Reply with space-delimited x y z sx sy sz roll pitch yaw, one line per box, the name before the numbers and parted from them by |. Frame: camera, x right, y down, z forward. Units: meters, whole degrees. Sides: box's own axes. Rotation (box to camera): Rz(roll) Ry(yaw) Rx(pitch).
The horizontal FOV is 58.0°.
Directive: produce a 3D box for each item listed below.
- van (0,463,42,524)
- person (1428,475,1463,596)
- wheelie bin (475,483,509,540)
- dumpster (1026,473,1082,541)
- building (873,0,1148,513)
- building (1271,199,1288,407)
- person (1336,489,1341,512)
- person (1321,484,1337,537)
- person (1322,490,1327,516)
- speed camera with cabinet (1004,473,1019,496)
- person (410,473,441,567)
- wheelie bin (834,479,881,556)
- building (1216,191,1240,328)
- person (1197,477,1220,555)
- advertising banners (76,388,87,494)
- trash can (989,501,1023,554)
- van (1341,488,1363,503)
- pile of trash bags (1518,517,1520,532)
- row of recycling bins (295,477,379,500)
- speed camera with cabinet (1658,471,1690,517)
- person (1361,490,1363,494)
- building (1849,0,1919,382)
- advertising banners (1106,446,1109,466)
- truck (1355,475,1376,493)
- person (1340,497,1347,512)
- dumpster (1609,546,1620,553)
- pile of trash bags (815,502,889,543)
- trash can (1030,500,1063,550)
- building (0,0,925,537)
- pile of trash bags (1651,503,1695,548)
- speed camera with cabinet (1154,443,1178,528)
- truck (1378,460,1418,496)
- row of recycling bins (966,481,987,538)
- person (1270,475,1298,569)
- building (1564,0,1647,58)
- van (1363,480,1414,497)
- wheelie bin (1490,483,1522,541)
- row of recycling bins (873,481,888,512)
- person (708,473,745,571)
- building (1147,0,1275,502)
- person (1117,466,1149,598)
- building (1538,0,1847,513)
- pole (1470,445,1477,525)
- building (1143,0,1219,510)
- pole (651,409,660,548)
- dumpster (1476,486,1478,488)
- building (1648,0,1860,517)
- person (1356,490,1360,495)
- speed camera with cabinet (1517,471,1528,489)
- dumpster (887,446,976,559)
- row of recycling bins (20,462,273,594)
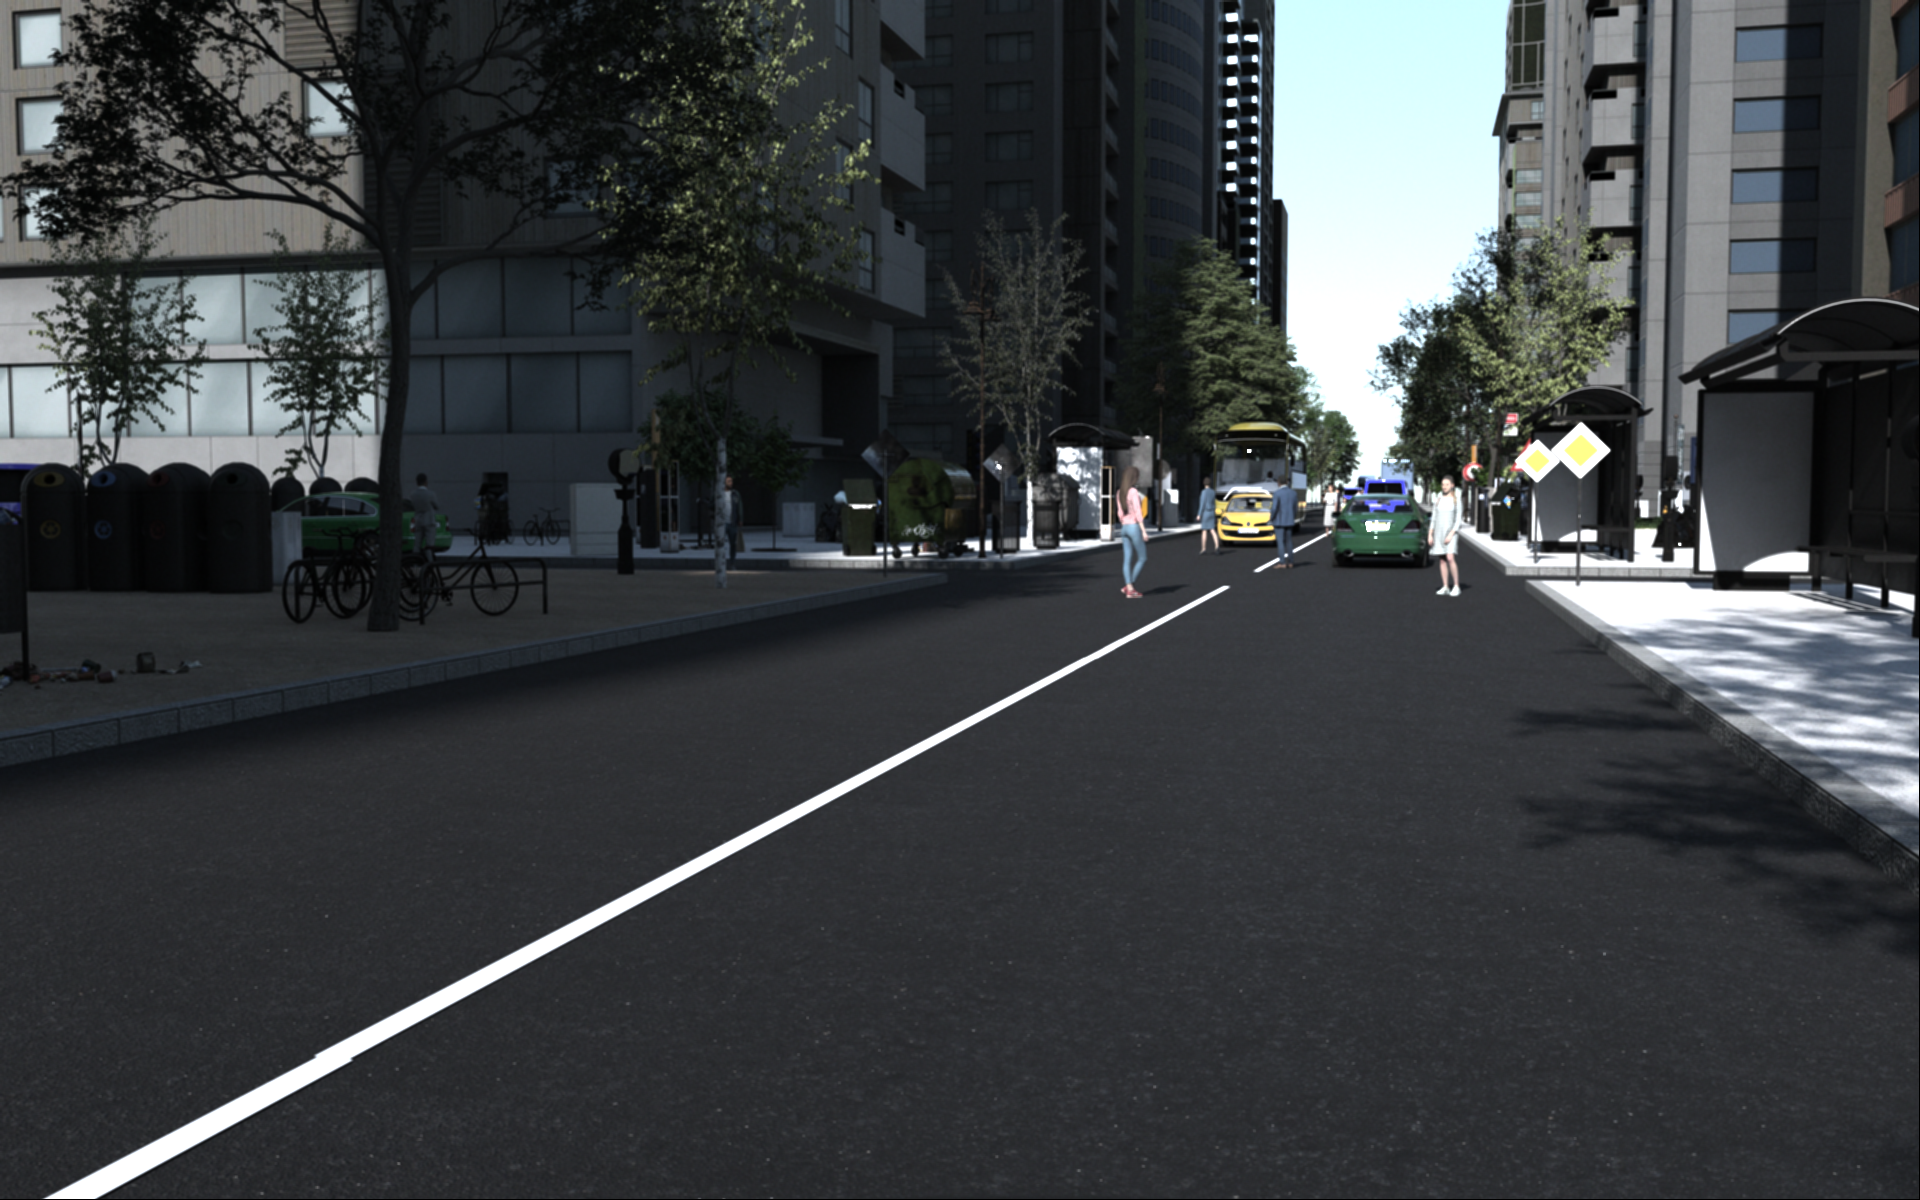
van | -20.972 -1.876 35.058 5.245 2.365 2.240 1 4 14
person | 6.942 -0.928 24.680 0.512 1.701 0.522 3 5 41
wheelie bin | -12.985 -2.465 48.215 0.693 1.594 0.980 3 5 43
dumpster | 2.582 -2.578 47.916 1.264 1.857 1.865 1 4 14
building | 2.503 -25.280 96.916 14.154 41.232 14.086 1 4 14
building | 40.992 -37.108 256.830 14.600 45.320 14.200 1 4 14
person | 23.639 -6.107 108.792 0.568 1.767 0.683 1 4 15
person | 12.336 -2.985 57.875 0.480 1.755 0.524 2 4 26
person | 23.496 -6.226 111.116 0.721 1.723 1.217 3 4 36
speed camera with cabinet | 3.196 -5.725 87.936 2.038 3.252 0.660 -2 4 -24
person | -9.497 -1.353 30.803 0.511 1.800 0.466 0 4 0
wheelie bin | -2.144 -1.714 35.940 0.980 1.594 0.693 -1 4 -19
building | 18.958 -24.082 165.449 14.160 30.474 14.107 1 4 14
person | 5.828 -1.962 40.606 0.581 1.822 0.654 -2 4 -23
advertising banners | -14.996 -2.042 29.568 0.090 3.025 2.074 -2 4 -25
trash can | 0.992 -1.577 37.435 0.748 1.137 0.748 0 3 0
van | 37.563 -9.848 165.406 2.240 2.365 5.245 1 4 14
pile of trash bags | 19.429 -3.118 60.730 1.912 1.369 3.447 0 4 -2
row of recycling bins | -15.888 -2.147 42.214 3.534 1.692 1.069 -3 4 -36
speed camera with cabinet | 27.778 -4.421 66.620 0.660 3.252 2.038 -1 4 -17
person | 35.569 -8.826 153.361 0.990 1.755 0.434 -1 4 -15
building | 37.655 -23.778 43.396 28.867 44.769 22.147 1 4 14
advertising banners | 4.612 -3.908 60.079 0.090 3.025 2.074 3 4 37
truck | 59.377 -15.999 251.346 2.967 4.110 18.799 1 4 16
person | 15.940 -3.620 71.937 0.306 1.304 0.590 0 4 -2
dumpster | 14.225 -2.019 38.766 1.264 1.857 1.865 1 4 14
pile of trash bags | -2.075 -2.241 46.390 3.447 1.369 1.912 -2 4 -24
trash can | 2.005 -1.743 40.144 0.748 1.137 0.748 0 3 0
building | -17.085 -29.057 64.314 28.713 52.752 27.495 1 4 14
pile of trash bags | 18.409 -1.958 41.762 3.447 1.369 1.912 -2 4 -34
speed camera with cabinet | 7.969 -4.437 66.879 0.660 3.252 2.038 0 4 -4
truck | 31.363 -8.264 124.870 2.967 4.110 18.799 1 4 15
row of recycling bins | 0.152 -2.749 52.063 1.069 1.692 3.534 1 4 9
person | 6.242 -1.506 33.312 0.721 1.800 0.419 -2 4 -34
building | 58.184 -32.685 123.644 28.713 52.752 27.495 1 4 14
van | 18.829 -4.403 76.366 2.240 2.365 5.245 1 4 16
wheelie bin | 15.025 -2.431 47.649 0.693 1.594 0.980 -1 4 -10
row of recycling bins | -2.322 -2.840 53.551 1.069 1.692 3.534 -3 5 -40
person | -4.255 -1.437 31.981 0.794 1.824 0.713 0 4 1
building | 34.793 -49.018 239.689 20.563 71.187 20.611 1 4 14
person | 2.407 -0.947 23.991 0.388 1.821 0.555 -3 5 -39
building | 61.842 -37.262 151.228 21.231 58.520 28.212 1 4 14
pole | 21.400 -4.791 72.168 0.158 3.312 0.155 0 3 0
building | 9.498 -36.857 144.615 21.231 58.520 28.212 1 4 14
pole | -7.284 -2.918 41.550 0.158 3.312 0.155 0 3 0
dumpster | 23.939 -4.441 78.366 1.264 1.857 1.865 1 4 14
building | 45.157 -33.218 85.120 21.231 58.520 28.212 1 4 14
person | 27.348 -6.680 118.656 0.436 1.711 0.756 -2 4 -33
speed camera with cabinet | 22.370 -4.647 70.320 2.038 3.252 0.660 3 5 42
dumpster | -0.623 -1.977 34.810 1.502 2.255 1.985 1 4 14
row of recycling bins | -10.755 -0.967 22.923 3.534 1.692 1.069 1 4 10
